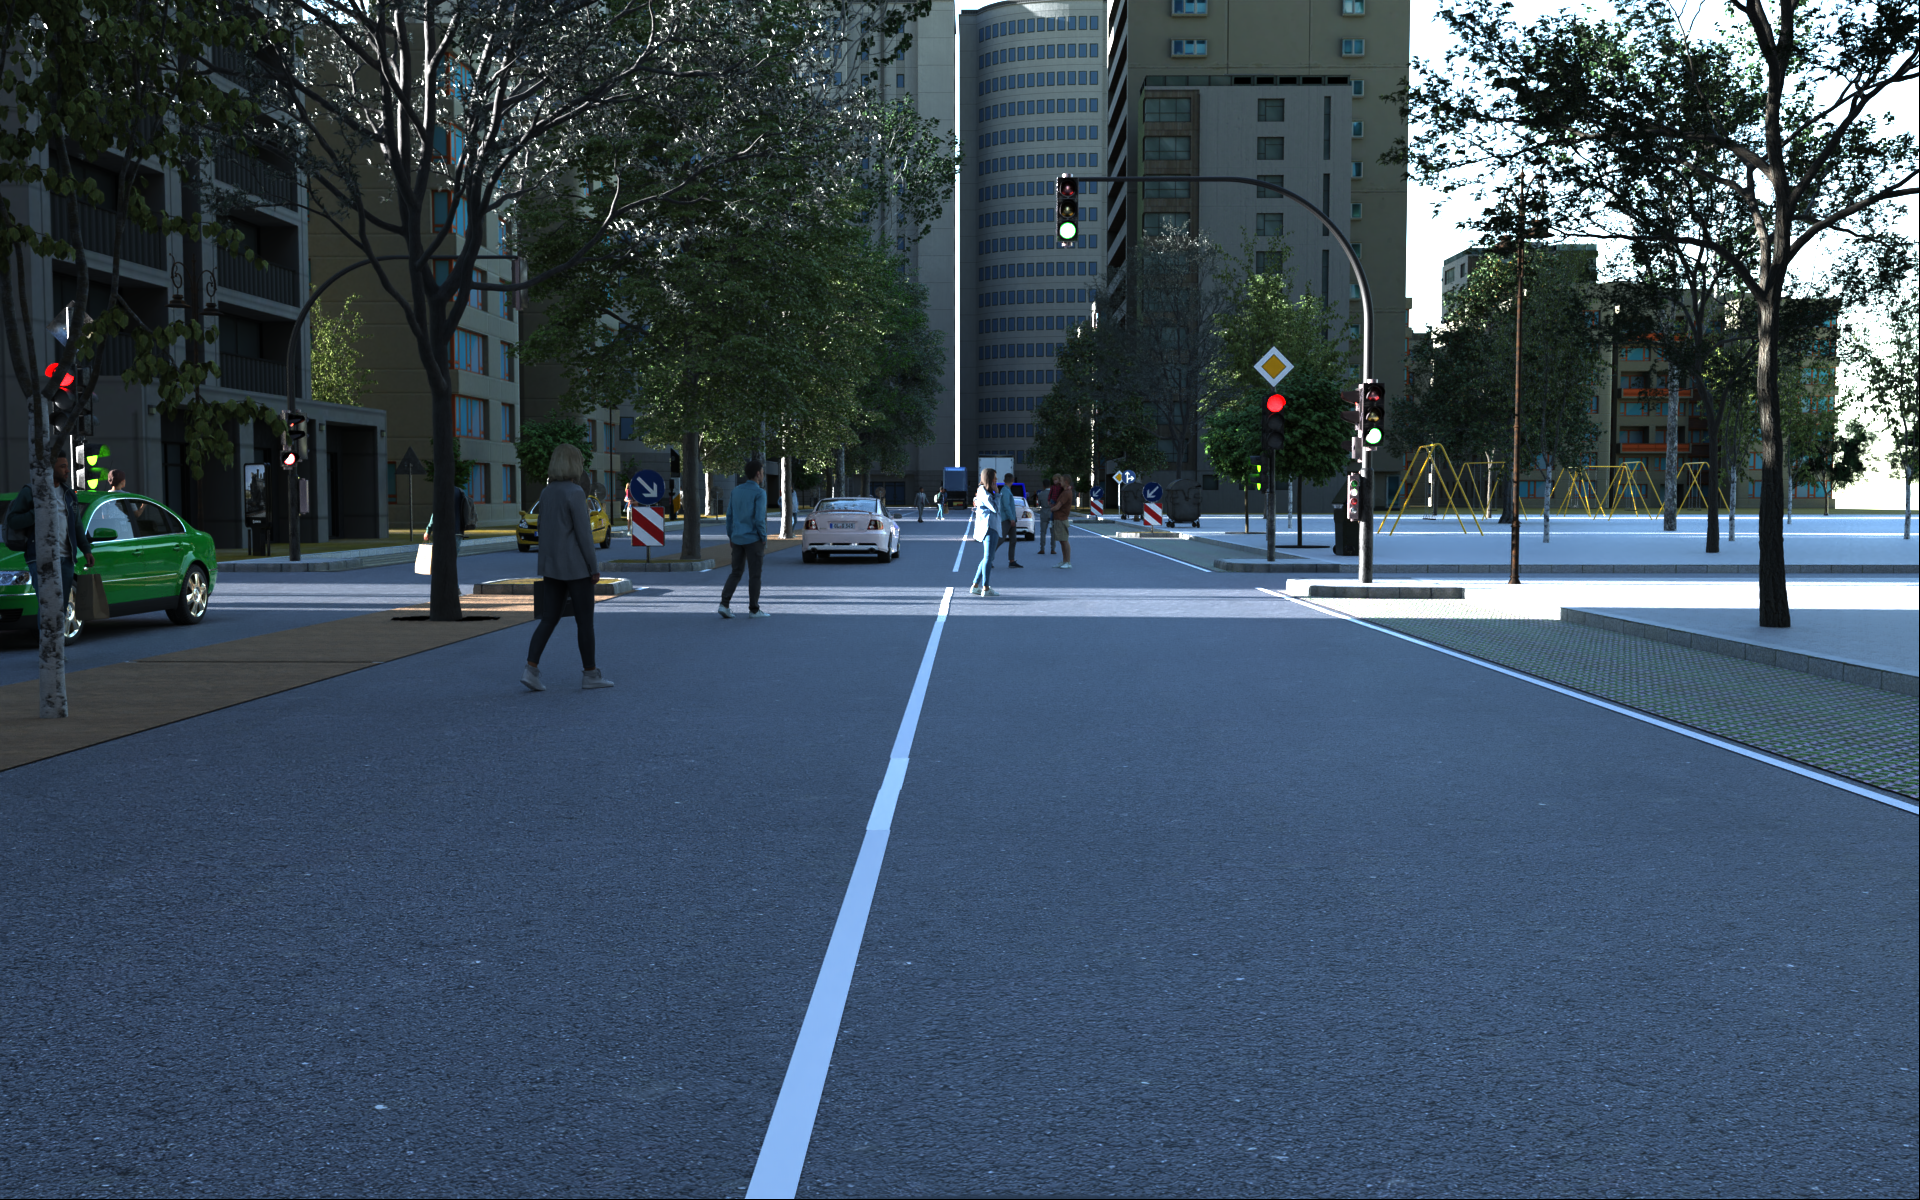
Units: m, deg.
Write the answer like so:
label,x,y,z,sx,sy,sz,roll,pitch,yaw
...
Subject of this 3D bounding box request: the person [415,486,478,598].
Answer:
label,x,y,z,sx,sy,sz,roll,pitch,yaw
person,-6.910,-0.903,23.242,0.713,1.824,0.794,3,5,42

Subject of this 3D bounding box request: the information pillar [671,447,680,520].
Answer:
label,x,y,z,sx,sy,sz,roll,pitch,yaw
information pillar,-14.251,-5.830,86.669,0.504,3.616,0.183,1,4,18

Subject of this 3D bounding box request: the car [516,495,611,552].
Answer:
label,x,y,z,sx,sy,sz,roll,pitch,yaw
car,-10.121,-2.085,44.313,2.015,1.641,3.980,0,4,1

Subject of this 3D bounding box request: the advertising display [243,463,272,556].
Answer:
label,x,y,z,sx,sy,sz,roll,pitch,yaw
advertising display,-14.543,-1.876,35.885,0.974,1.923,0.123,3,5,42

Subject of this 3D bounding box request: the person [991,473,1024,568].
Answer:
label,x,y,z,sx,sy,sz,roll,pitch,yaw
person,0.860,-1.545,33.627,0.748,1.841,0.638,1,4,14

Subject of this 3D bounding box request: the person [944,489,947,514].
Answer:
label,x,y,z,sx,sy,sz,roll,pitch,yaw
person,-1.114,-7.279,127.499,0.705,1.826,1.348,0,4,-7

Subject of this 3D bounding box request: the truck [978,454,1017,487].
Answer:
label,x,y,z,sx,sy,sz,roll,pitch,yaw
truck,2.755,-8.481,127.585,2.839,4.237,11.283,0,4,2

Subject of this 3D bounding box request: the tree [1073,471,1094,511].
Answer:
label,x,y,z,sx,sy,sz,roll,pitch,yaw
tree,9.347,-8.257,129.599,1.663,3.219,1.824,0,3,0

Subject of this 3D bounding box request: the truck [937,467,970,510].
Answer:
label,x,y,z,sx,sy,sz,roll,pitch,yaw
truck,-0.635,-10.773,165.889,2.967,4.110,18.799,0,4,1

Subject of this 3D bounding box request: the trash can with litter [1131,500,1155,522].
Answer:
label,x,y,z,sx,sy,sz,roll,pitch,yaw
trash can with litter,8.522,-4.238,80.686,1.055,1.170,0.624,0,4,-4

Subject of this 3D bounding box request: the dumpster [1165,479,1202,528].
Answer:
label,x,y,z,sx,sy,sz,roll,pitch,yaw
dumpster,8.546,-3.688,66.059,1.264,1.857,1.865,0,4,1

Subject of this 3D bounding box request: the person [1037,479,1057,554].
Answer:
label,x,y,z,sx,sy,sz,roll,pitch,yaw
person,2.103,-2.007,41.494,0.511,1.800,0.466,-1,4,-14

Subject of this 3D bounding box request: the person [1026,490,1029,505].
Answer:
label,x,y,z,sx,sy,sz,roll,pitch,yaw
person,6.615,-10.063,172.902,0.709,1.838,0.599,-3,5,-44

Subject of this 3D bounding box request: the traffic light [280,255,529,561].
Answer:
label,x,y,z,sx,sy,sz,roll,pitch,yaw
traffic light,-10.648,-3.575,33.121,4.771,5.953,1.251,0,4,1

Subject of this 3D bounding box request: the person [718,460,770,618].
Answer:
label,x,y,z,sx,sy,sz,roll,pitch,yaw
person,-2.504,-0.702,20.002,0.660,1.820,0.620,2,4,35

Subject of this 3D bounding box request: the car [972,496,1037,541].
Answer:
label,x,y,z,sx,sy,sz,roll,pitch,yaw
car,1.408,-2.583,54.587,2.083,1.381,4.827,0,4,1

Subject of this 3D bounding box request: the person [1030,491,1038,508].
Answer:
label,x,y,z,sx,sy,sz,roll,pitch,yaw
person,6.645,-8.950,155.346,0.721,1.766,1.217,-2,4,-33

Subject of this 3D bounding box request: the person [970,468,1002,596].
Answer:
label,x,y,z,sx,sy,sz,roll,pitch,yaw
person,0.369,-0.953,24.354,0.793,1.790,0.793,-3,4,-36

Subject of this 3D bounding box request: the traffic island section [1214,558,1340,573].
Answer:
label,x,y,z,sx,sy,sz,roll,pitch,yaw
traffic island section,5.960,-0.658,33.041,2.009,0.180,2.903,0,4,1

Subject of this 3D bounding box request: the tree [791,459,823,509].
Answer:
label,x,y,z,sx,sy,sz,roll,pitch,yaw
tree,-13.913,-10.356,153.040,4.285,4.588,4.351,0,3,0

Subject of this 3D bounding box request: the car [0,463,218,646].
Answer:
label,x,y,z,sx,sy,sz,roll,pitch,yaw
car,-9.259,-0.542,17.653,1.959,1.807,4.718,0,4,0

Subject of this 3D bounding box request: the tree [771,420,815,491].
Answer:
label,x,y,z,sx,sy,sz,roll,pitch,yaw
tree,-14.196,-12.066,147.647,4.360,8.622,3.978,0,3,0

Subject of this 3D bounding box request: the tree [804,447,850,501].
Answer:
label,x,y,z,sx,sy,sz,roll,pitch,yaw
tree,-13.199,-14.176,182.140,4.737,8.622,4.395,0,3,0

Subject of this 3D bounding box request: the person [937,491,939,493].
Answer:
label,x,y,z,sx,sy,sz,roll,pitch,yaw
person,-2.345,-10.411,179.448,0.721,1.735,1.217,1,4,10

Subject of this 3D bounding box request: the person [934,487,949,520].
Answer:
label,x,y,z,sx,sy,sz,roll,pitch,yaw
person,-0.996,-5.301,95.150,0.713,1.824,0.794,2,4,31

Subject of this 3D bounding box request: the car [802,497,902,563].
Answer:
label,x,y,z,sx,sy,sz,roll,pitch,yaw
car,-2.323,-1.537,37.491,2.083,1.381,4.827,0,4,2

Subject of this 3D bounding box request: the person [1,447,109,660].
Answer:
label,x,y,z,sx,sy,sz,roll,pitch,yaw
person,-7.616,-0.376,14.634,0.713,1.824,0.794,3,5,43

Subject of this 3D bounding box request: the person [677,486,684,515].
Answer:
label,x,y,z,sx,sy,sz,roll,pitch,yaw
person,-17.002,-6.073,105.602,0.678,1.792,0.850,3,5,45

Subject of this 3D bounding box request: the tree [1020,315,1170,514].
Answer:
label,x,y,z,sx,sy,sz,roll,pitch,yaw
tree,8.655,-11.859,110.908,9.611,12.733,9.660,0,3,0

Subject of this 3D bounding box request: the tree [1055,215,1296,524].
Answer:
label,x,y,z,sx,sy,sz,roll,pitch,yaw
tree,9.611,-10.113,75.722,12.009,13.543,11.850,0,3,0

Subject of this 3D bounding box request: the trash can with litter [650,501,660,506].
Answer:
label,x,y,z,sx,sy,sz,roll,pitch,yaw
trash can with litter,-14.306,-4.269,81.180,0.624,1.170,1.055,1,4,13

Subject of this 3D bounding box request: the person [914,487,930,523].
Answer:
label,x,y,z,sx,sy,sz,roll,pitch,yaw
person,-1.961,-4.796,87.188,0.678,1.792,0.850,-2,4,-28

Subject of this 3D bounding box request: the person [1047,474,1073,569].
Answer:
label,x,y,z,sx,sy,sz,roll,pitch,yaw
person,1.965,-1.531,33.512,0.580,1.828,0.573,3,4,37

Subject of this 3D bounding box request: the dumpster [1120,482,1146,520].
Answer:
label,x,y,z,sx,sy,sz,roll,pitch,yaw
dumpster,8.727,-4.961,86.878,1.264,1.857,1.865,0,4,0

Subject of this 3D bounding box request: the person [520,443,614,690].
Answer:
label,x,y,z,sx,sy,sz,roll,pitch,yaw
person,-2.945,-0.246,12.708,0.709,1.800,0.728,3,5,43

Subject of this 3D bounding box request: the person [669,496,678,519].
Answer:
label,x,y,z,sx,sy,sz,roll,pitch,yaw
person,-14.751,-5.050,89.443,0.563,1.720,0.643,-2,4,-30

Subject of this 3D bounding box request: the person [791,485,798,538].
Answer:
label,x,y,z,sx,sy,sz,roll,pitch,yaw
person,-5.524,-2.928,56.631,0.793,1.790,0.793,0,4,3

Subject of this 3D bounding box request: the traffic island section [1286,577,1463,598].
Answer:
label,x,y,z,sx,sy,sz,roll,pitch,yaw
traffic island section,5.875,-0.170,25.056,2.009,0.180,2.903,0,4,1

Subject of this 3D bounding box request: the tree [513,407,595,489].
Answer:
label,x,y,z,sx,sy,sz,roll,pitch,yaw
tree,-15.372,-5.021,65.808,4.285,4.588,4.351,0,3,0

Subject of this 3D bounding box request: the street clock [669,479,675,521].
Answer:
label,x,y,z,sx,sy,sz,roll,pitch,yaw
street clock,-13.934,-4.844,83.775,0.358,2.002,0.471,-1,4,-8

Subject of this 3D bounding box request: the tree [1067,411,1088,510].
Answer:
label,x,y,z,sx,sy,sz,roll,pitch,yaw
tree,9.428,-11.711,141.833,4.360,8.622,3.978,0,3,0

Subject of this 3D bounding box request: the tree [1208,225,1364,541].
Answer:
label,x,y,z,sx,sy,sz,roll,pitch,yaw
tree,8.628,-5.930,47.322,4.737,8.622,4.395,0,3,0

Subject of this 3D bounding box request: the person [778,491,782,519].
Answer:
label,x,y,z,sx,sy,sz,roll,pitch,yaw
person,-8.722,-4.599,85.509,0.589,1.601,0.330,0,4,7

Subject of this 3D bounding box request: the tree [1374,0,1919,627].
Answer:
label,x,y,z,sx,sy,sz,roll,pitch,yaw
tree,7.560,-5.023,16.538,7.601,10.594,8.767,1,4,9

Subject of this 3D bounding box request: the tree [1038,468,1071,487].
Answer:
label,x,y,z,sx,sy,sz,roll,pitch,yaw
tree,9.594,-11.758,175.963,4.285,4.588,4.351,0,3,0

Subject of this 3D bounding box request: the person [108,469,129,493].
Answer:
label,x,y,z,sx,sy,sz,roll,pitch,yaw
person,-11.069,-0.849,22.957,0.480,1.755,0.524,0,4,-1

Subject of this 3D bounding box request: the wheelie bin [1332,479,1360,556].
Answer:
label,x,y,z,sx,sy,sz,roll,pitch,yaw
wheelie bin,8.186,-1.730,36.186,0.693,1.594,0.980,-1,4,-10

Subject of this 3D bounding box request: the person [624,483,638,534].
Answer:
label,x,y,z,sx,sy,sz,roll,pitch,yaw
person,-11.582,-3.219,61.107,0.573,1.828,0.580,2,4,28

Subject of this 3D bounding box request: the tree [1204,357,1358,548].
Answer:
label,x,y,z,sx,sy,sz,roll,pitch,yaw
tree,8.255,-3.535,41.516,4.285,4.588,4.351,0,3,0

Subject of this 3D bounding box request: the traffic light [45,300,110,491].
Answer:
label,x,y,z,sx,sy,sz,roll,pitch,yaw
traffic light,-12.825,-2.214,25.123,0.839,4.253,0.868,0,4,1

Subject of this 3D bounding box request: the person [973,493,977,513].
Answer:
label,x,y,z,sx,sy,sz,roll,pitch,yaw
person,0.995,-4.985,92.600,0.503,1.515,0.523,-2,4,-25

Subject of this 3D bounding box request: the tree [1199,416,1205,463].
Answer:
label,x,y,z,sx,sy,sz,roll,pitch,yaw
tree,9.423,-4.446,56.398,4.285,4.588,4.351,0,3,0

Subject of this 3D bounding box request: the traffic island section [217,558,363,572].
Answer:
label,x,y,z,sx,sy,sz,roll,pitch,yaw
traffic island section,-12.781,-0.670,33.243,2.009,0.180,2.903,0,4,1

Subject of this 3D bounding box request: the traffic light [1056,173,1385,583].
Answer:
label,x,y,z,sx,sy,sz,roll,pitch,yaw
traffic light,3.743,-3.068,24.823,4.771,5.953,1.251,0,4,1

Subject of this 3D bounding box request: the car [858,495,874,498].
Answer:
label,x,y,z,sx,sy,sz,roll,pitch,yaw
car,-8.290,-8.507,151.447,2.083,1.381,4.827,0,4,-1

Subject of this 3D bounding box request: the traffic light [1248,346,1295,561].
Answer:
label,x,y,z,sx,sy,sz,roll,pitch,yaw
traffic light,5.920,-2.692,32.927,0.839,4.253,0.868,0,4,1
